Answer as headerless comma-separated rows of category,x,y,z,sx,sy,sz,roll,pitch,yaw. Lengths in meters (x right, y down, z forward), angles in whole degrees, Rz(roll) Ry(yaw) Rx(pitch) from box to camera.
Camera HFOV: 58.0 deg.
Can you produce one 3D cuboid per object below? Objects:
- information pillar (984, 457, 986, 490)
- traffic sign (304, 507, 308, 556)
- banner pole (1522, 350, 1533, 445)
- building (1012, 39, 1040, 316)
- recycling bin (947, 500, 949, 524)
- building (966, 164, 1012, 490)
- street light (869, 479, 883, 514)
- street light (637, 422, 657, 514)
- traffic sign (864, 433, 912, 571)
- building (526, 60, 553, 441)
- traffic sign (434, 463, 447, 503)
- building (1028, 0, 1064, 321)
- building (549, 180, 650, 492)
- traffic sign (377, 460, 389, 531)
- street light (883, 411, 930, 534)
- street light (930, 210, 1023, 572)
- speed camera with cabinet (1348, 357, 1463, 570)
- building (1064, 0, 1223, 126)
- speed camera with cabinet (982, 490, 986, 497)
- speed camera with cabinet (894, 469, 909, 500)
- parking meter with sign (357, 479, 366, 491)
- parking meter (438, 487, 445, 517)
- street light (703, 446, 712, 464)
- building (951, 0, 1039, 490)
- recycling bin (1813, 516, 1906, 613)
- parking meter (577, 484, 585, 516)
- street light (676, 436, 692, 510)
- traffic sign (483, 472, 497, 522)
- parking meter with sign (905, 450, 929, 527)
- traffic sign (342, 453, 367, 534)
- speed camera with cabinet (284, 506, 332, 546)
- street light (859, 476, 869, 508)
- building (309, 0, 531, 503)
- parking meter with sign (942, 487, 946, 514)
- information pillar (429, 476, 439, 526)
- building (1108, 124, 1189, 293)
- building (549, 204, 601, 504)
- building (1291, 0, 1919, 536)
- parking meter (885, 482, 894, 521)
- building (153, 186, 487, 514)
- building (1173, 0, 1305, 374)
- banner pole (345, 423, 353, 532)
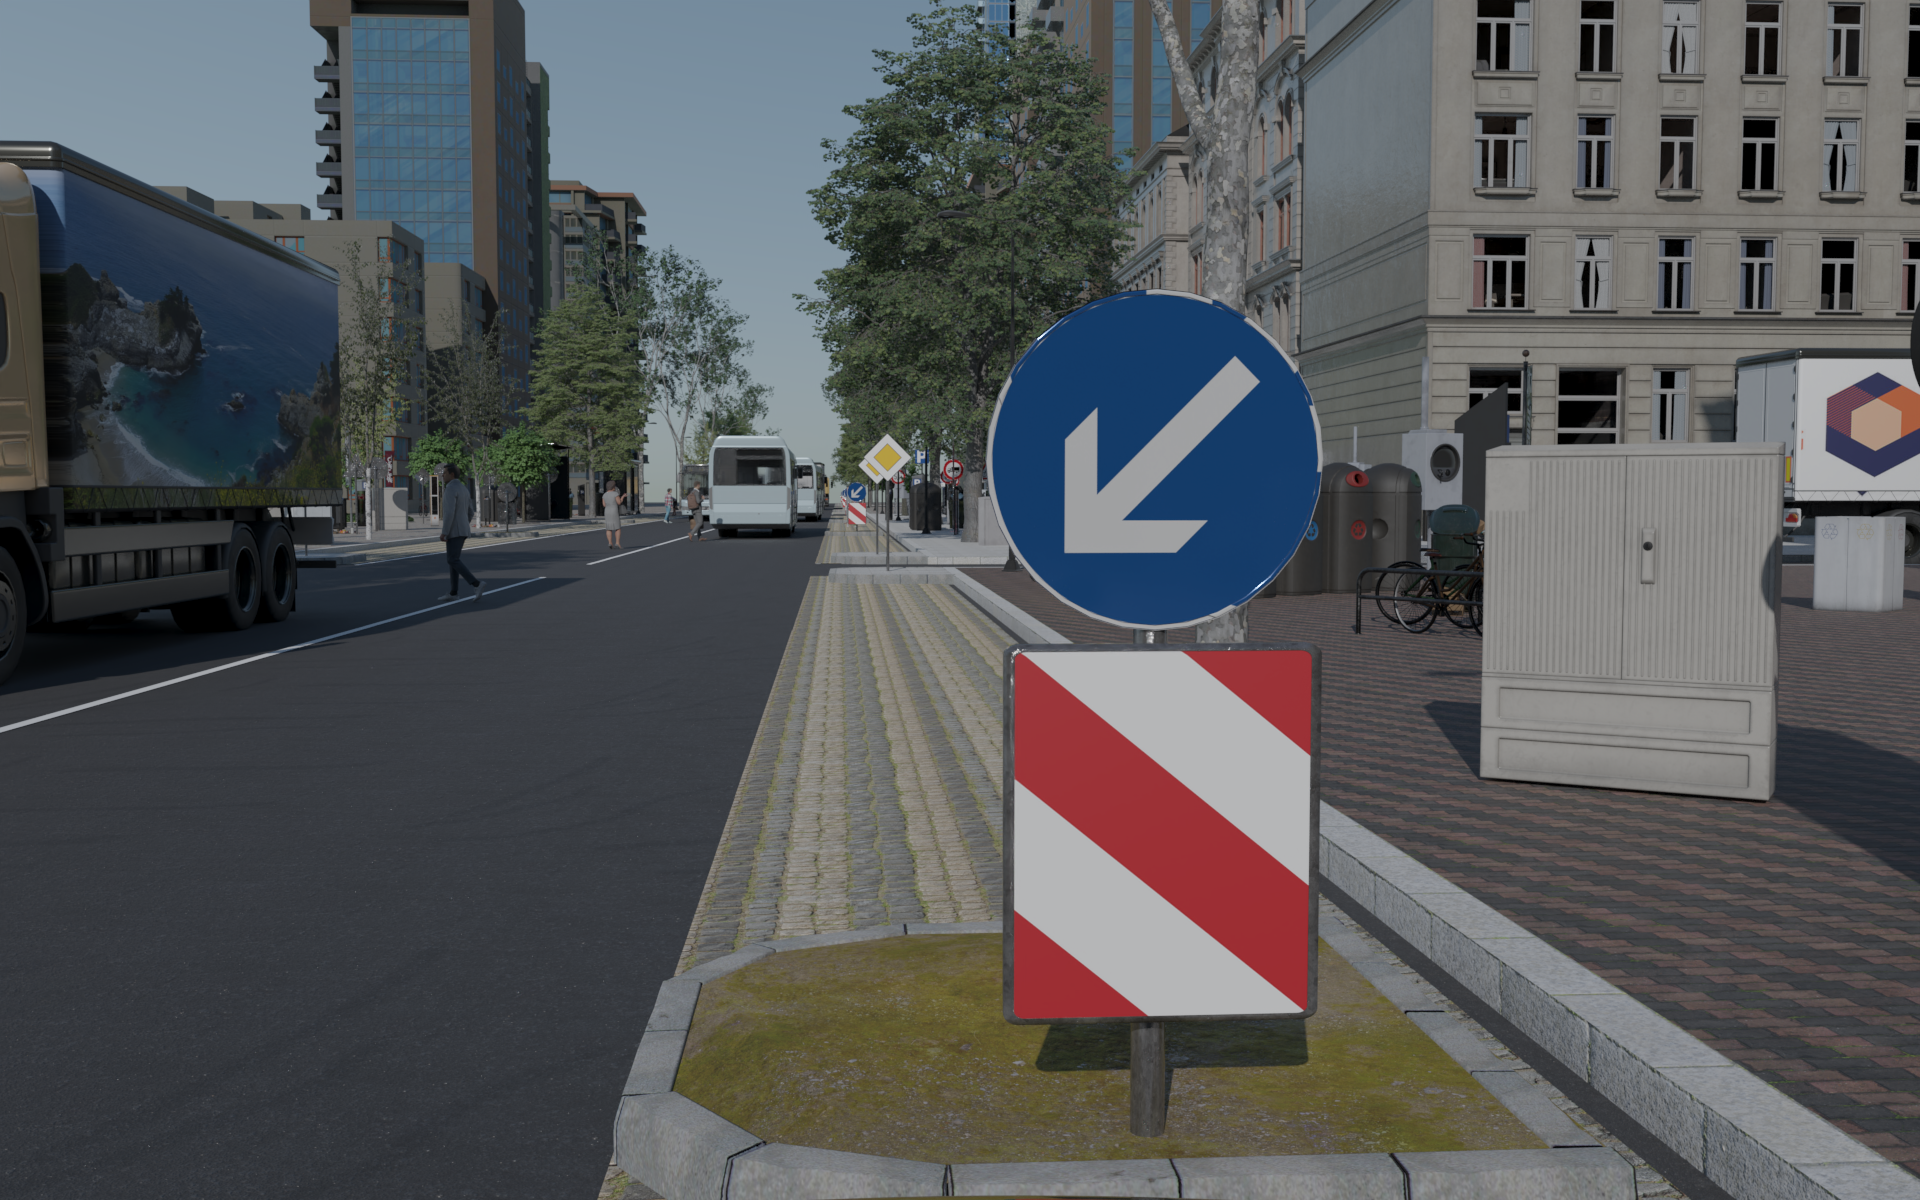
information pillar,1.251,-5.576,82.522,0.183,3.616,0.504,-1,4,-14
traffic sign,-13.576,-1.974,35.919,0.795,2.450,0.064,0,4,-4
banner pole,9.773,-2.439,29.889,0.401,3.779,0.863,0,4,8
building,12.625,-31.656,167.694,14.600,45.320,14.200,0,4,-4
recycling bin,-0.096,-3.733,73.595,0.722,1.027,0.722,-1,4,-23
building,12.196,-34.971,226.395,22.147,44.769,28.867,0,4,-4
street light,-3.489,-6.738,82.709,1.470,5.913,1.316,0,4,-4
street light,-20.300,-8.537,112.122,1.470,5.913,1.316,0,4,-4
traffic sign,-1.202,-1.536,28.757,0.795,2.450,0.064,0,4,-4
building,-45.616,-29.061,158.743,14.154,41.232,14.086,0,4,-4
traffic sign,-20.948,-4.289,70.223,0.768,2.556,0.104,0,4,-1
building,17.611,-32.168,145.550,23.786,49.044,30.456,0,4,-4
building,-55.922,-36.047,243.986,22.147,44.769,28.867,0,4,-4
traffic sign,-20.452,-3.715,60.843,0.768,2.556,0.104,0,4,-1
street light,-1.626,-5.076,55.532,1.470,5.913,1.316,0,4,-4
street light,0.325,-3.427,28.576,1.470,5.913,1.316,0,4,-4
speed camera with cabinet,6.163,-1.850,24.583,2.038,3.252,0.660,-2,4,-25
building,15.097,-28.932,123.148,14.600,45.320,14.200,0,4,-4
speed camera with cabinet,1.319,-4.441,66.951,2.038,3.252,0.660,3,4,37
speed camera with cabinet,-2.610,-6.074,93.639,2.038,3.252,0.660,3,4,37
parking meter with sign,-29.227,-5.411,84.734,0.543,3.016,1.738,-3,5,-42
parking meter,-28.320,-5.435,94.576,0.399,1.863,0.255,-3,4,-38
street light,-24.182,-11.887,166.889,1.470,5.913,1.316,0,4,-4
building,10.290,-57.631,254.939,22.319,86.520,31.000,0,4,-4
recycling bin,9.956,-0.405,19.183,0.722,1.027,0.722,-3,5,-43
parking meter,-22.136,-5.841,101.214,0.399,1.863,0.255,-2,4,-34
street light,-22.328,-10.224,139.711,1.470,5.913,1.316,0,4,-4
traffic sign,-21.566,-4.731,79.482,0.606,2.300,0.079,0,4,-1
parking meter with sign,-1.624,-4.335,67.139,0.543,3.016,1.738,1,4,9
traffic sign,-19.181,-3.364,55.010,0.884,2.594,0.081,0,4,-1
speed camera with cabinet,-16.516,-2.942,42.436,2.038,3.252,0.660,-3,5,-43
street light,-5.517,-8.457,110.808,1.470,5.913,1.316,0,4,-4
building,-44.282,-30.242,144.560,14.600,45.320,14.200,0,4,-4
parking meter with sign,-0.725,-6.892,108.948,1.738,3.016,0.543,-2,4,-26
information pillar,-20.881,-3.932,68.776,0.304,2.012,0.304,-2,4,-25
building,15.300,-16.787,103.339,11.050,23.489,19.941,0,4,-4
building,-58.842,-32.141,217.391,32.217,40.220,23.993,0,4,-4
building,27.850,-13.888,60.360,30.059,22.955,16.112,0,4,-4
parking meter,-3.420,-4.778,83.828,0.399,1.863,0.255,0,4,1
building,-50.667,-17.015,123.231,27.650,21.520,28.899,0,4,-4
building,19.013,-17.999,81.681,14.401,28.519,23.554,0,4,-4
banner pole,-20.945,-4.240,59.343,0.401,3.779,0.863,-2,4,-34
